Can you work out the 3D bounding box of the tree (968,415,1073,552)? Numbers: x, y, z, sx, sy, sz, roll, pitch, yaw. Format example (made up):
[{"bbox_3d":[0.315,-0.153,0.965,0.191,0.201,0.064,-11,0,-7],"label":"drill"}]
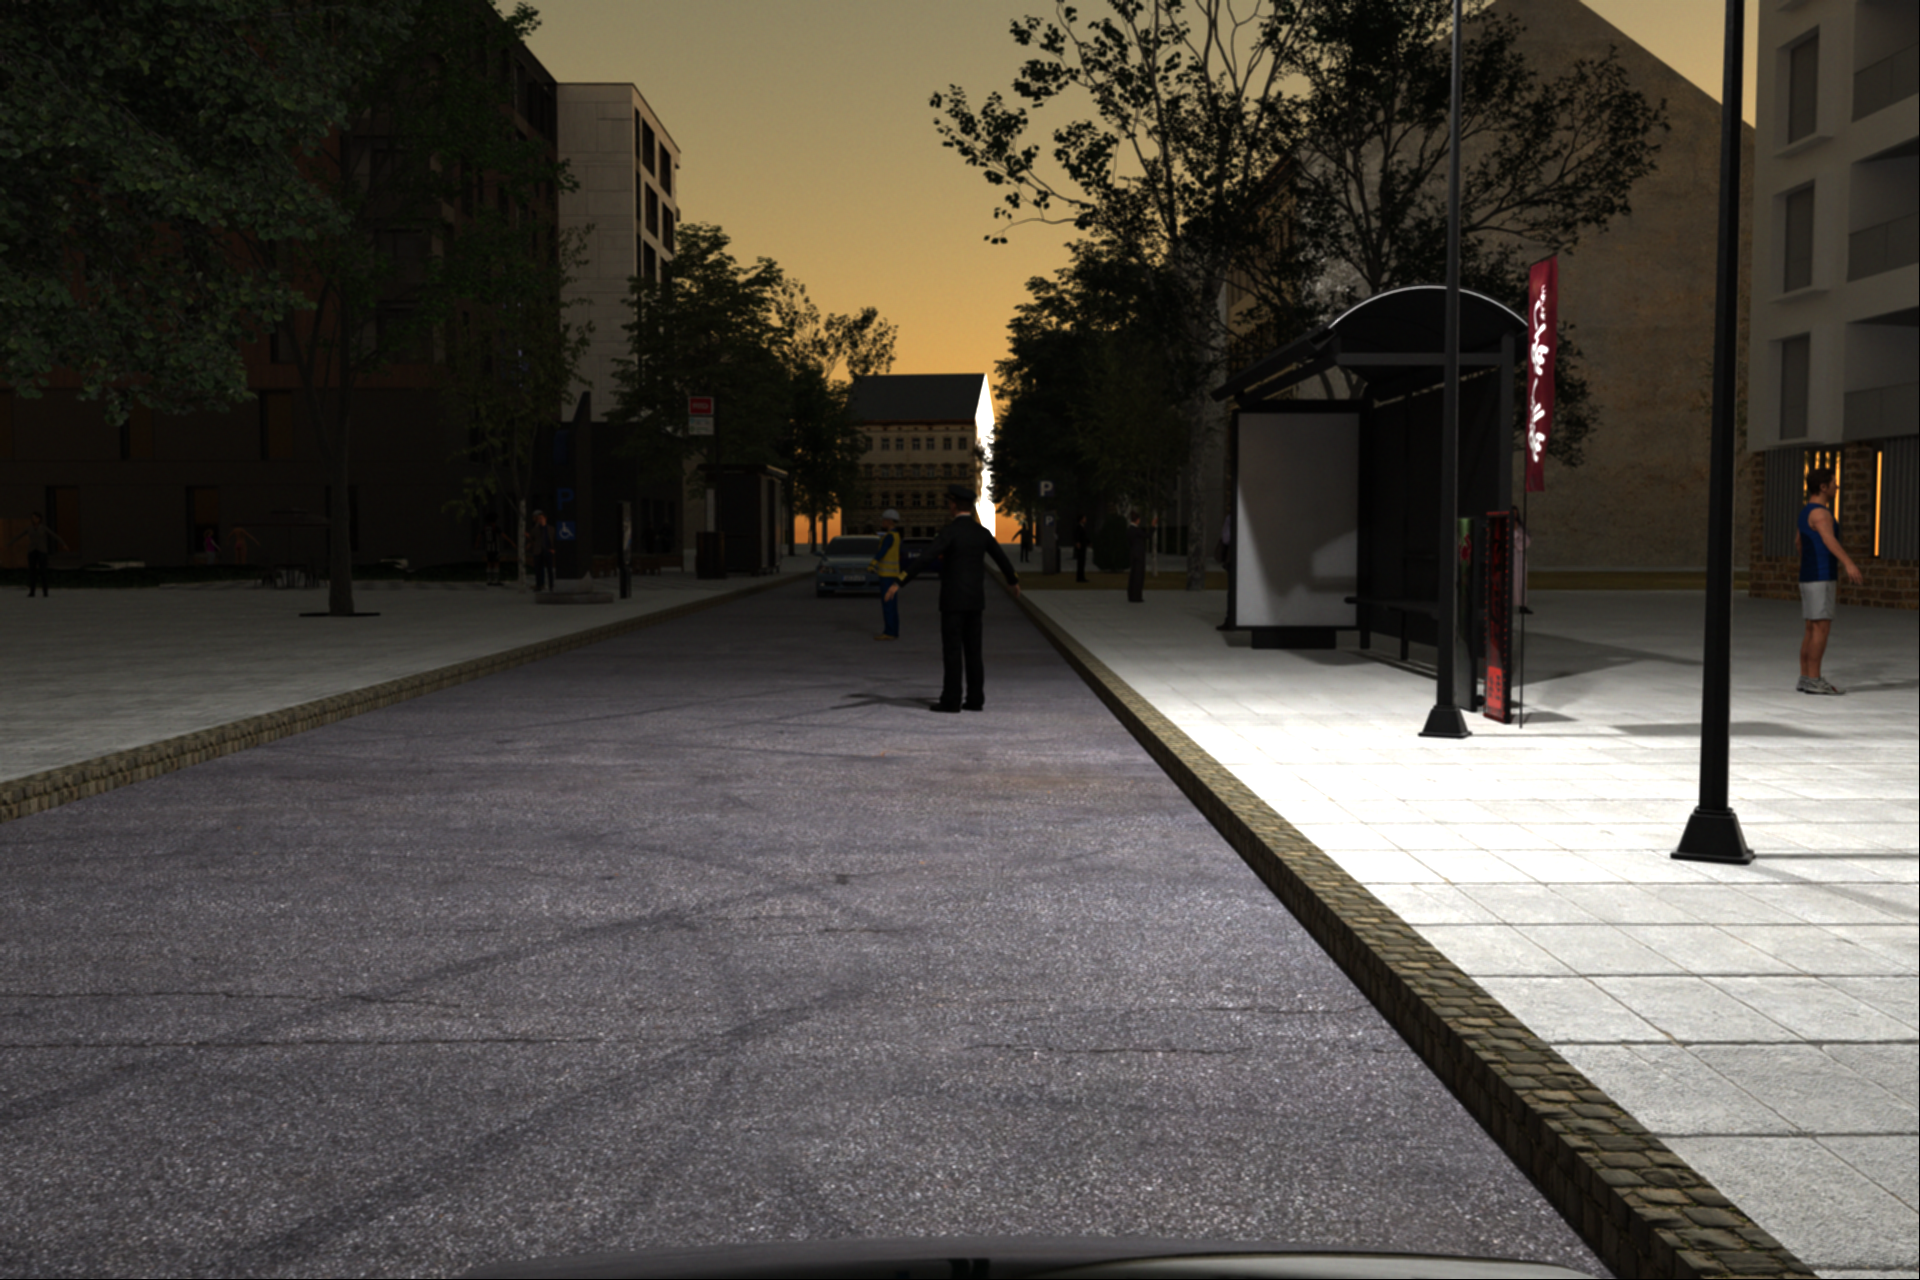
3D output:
[{"bbox_3d":[4.832,-11.708,125.841,7.601,10.594,8.767,2,4,32],"label":"tree"}]

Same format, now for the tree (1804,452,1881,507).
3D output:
[{"bbox_3d":[26.738,-6.408,55.131,4.360,8.622,3.978,0,3,0],"label":"tree"}]

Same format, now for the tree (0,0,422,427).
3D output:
[{"bbox_3d":[-9.455,-6.588,14.371,9.857,13.997,8.962,0,3,0],"label":"tree"}]

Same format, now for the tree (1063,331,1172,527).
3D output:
[{"bbox_3d":[5.843,-6.846,62.299,4.737,8.622,4.395,0,3,0],"label":"tree"}]

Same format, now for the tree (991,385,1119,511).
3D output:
[{"bbox_3d":[5.538,-10.098,99.515,8.767,10.594,7.601,2,4,29],"label":"tree"}]

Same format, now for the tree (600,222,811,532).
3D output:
[{"bbox_3d":[-9.357,-8.925,64.059,7.486,12.596,7.792,0,3,0],"label":"tree"}]

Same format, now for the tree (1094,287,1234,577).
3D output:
[{"bbox_3d":[5.643,-6.224,52.126,4.360,8.622,3.978,0,3,0],"label":"tree"}]

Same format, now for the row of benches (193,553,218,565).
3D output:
[{"bbox_3d":[-23.786,-2.392,54.568,1.422,0.672,4.104,-2,4,-25],"label":"row of benches"}]

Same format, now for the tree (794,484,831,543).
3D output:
[{"bbox_3d":[-20.328,-18.512,237.085,7.601,10.594,8.767,0,4,-7],"label":"tree"}]

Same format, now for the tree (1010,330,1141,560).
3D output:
[{"bbox_3d":[6.043,-9.873,87.180,9.928,11.665,9.643,0,3,0],"label":"tree"}]

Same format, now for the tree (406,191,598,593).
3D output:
[{"bbox_3d":[-9.626,-5.327,37.464,4.737,8.622,4.395,0,3,0],"label":"tree"}]

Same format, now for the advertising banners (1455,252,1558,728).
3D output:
[{"bbox_3d":[3.695,-0.958,11.853,0.090,3.025,2.074,0,3,0],"label":"advertising banners"}]

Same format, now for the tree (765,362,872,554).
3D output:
[{"bbox_3d":[-9.672,-12.014,114.557,7.486,12.596,7.792,0,3,0],"label":"tree"}]

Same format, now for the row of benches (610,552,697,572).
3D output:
[{"bbox_3d":[-9.965,-2.635,58.538,4.104,0.672,1.422,0,4,-8],"label":"row of benches"}]

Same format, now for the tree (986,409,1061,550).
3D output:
[{"bbox_3d":[5.365,-13.402,137.251,7.486,12.596,7.792,0,3,0],"label":"tree"}]

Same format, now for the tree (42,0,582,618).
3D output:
[{"bbox_3d":[-9.784,-6.169,26.611,9.928,11.665,9.643,0,3,0],"label":"tree"}]

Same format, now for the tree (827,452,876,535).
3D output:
[{"bbox_3d":[-9.386,-11.917,145.204,4.737,8.622,4.395,0,3,0],"label":"tree"}]

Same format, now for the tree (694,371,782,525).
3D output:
[{"bbox_3d":[-9.165,-7.566,74.066,4.360,8.622,3.978,0,3,0],"label":"tree"}]

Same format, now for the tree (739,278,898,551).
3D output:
[{"bbox_3d":[-11.708,-16.785,130.322,12.611,20.169,13.585,0,3,0],"label":"tree"}]

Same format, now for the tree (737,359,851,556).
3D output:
[{"bbox_3d":[-9.932,-10.689,100.515,9.928,11.665,9.643,0,3,0],"label":"tree"}]

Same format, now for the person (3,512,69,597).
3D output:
[{"bbox_3d":[-18.840,-1.747,35.330,1.215,1.744,0.721,-1,4,-15],"label":"person"}]

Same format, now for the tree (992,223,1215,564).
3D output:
[{"bbox_3d":[6.008,-10.172,72.971,9.857,13.997,8.962,0,3,0],"label":"tree"}]

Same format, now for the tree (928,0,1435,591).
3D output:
[{"bbox_3d":[5.625,-11.270,40.148,12.611,20.169,13.585,0,3,0],"label":"tree"}]

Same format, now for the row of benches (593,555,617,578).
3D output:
[{"bbox_3d":[-10.831,-2.169,50.922,1.422,0.672,4.104,0,4,1],"label":"row of benches"}]

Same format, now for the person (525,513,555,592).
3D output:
[{"bbox_3d":[-9.281,-1.947,38.407,0.617,1.759,0.750,0,4,4],"label":"person"}]

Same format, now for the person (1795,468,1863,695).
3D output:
[{"bbox_3d":[6.944,-0.476,13.950,0.704,1.807,1.345,1,4,11],"label":"person"}]

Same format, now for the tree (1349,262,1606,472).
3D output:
[{"bbox_3d":[17.271,-7.489,56.860,8.767,10.594,7.601,-1,4,-19],"label":"tree"}]

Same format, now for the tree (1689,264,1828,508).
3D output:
[{"bbox_3d":[22.441,-5.896,46.758,4.360,8.622,3.978,0,3,0],"label":"tree"}]

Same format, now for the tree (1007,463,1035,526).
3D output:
[{"bbox_3d":[11.045,-20.048,234.438,9.857,13.997,8.962,0,3,0],"label":"tree"}]

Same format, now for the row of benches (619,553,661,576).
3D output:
[{"bbox_3d":[-10.217,-2.433,55.236,1.422,0.672,4.104,-1,4,-20],"label":"row of benches"}]

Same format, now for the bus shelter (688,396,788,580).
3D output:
[{"bbox_3d":[-6.807,-4.614,53.074,2.179,5.291,8.768,0,4,0],"label":"bus shelter"}]

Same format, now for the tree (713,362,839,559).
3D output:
[{"bbox_3d":[-9.716,-9.501,89.750,7.601,10.594,8.767,0,4,1],"label":"tree"}]

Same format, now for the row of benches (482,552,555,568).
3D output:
[{"bbox_3d":[-14.222,-2.566,57.413,4.104,0.672,1.422,2,4,29],"label":"row of benches"}]

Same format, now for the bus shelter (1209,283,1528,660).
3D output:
[{"bbox_3d":[3.798,-1.397,16.762,2.014,3.302,5.546,0,3,0],"label":"bus shelter"}]

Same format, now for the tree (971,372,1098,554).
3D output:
[{"bbox_3d":[5.956,-12.429,113.592,12.009,13.543,11.850,0,3,0],"label":"tree"}]

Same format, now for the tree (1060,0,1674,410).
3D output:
[{"bbox_3d":[5.658,-5.581,25.664,8.767,10.594,7.601,-1,4,-14],"label":"tree"}]

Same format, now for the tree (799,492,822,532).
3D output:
[{"bbox_3d":[-19.597,-17.122,230.301,4.737,8.622,4.395,0,3,0],"label":"tree"}]

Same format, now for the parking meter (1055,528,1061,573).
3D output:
[{"bbox_3d":[3.112,-2.957,56.757,0.372,1.533,0.369,0,3,0],"label":"parking meter"}]
